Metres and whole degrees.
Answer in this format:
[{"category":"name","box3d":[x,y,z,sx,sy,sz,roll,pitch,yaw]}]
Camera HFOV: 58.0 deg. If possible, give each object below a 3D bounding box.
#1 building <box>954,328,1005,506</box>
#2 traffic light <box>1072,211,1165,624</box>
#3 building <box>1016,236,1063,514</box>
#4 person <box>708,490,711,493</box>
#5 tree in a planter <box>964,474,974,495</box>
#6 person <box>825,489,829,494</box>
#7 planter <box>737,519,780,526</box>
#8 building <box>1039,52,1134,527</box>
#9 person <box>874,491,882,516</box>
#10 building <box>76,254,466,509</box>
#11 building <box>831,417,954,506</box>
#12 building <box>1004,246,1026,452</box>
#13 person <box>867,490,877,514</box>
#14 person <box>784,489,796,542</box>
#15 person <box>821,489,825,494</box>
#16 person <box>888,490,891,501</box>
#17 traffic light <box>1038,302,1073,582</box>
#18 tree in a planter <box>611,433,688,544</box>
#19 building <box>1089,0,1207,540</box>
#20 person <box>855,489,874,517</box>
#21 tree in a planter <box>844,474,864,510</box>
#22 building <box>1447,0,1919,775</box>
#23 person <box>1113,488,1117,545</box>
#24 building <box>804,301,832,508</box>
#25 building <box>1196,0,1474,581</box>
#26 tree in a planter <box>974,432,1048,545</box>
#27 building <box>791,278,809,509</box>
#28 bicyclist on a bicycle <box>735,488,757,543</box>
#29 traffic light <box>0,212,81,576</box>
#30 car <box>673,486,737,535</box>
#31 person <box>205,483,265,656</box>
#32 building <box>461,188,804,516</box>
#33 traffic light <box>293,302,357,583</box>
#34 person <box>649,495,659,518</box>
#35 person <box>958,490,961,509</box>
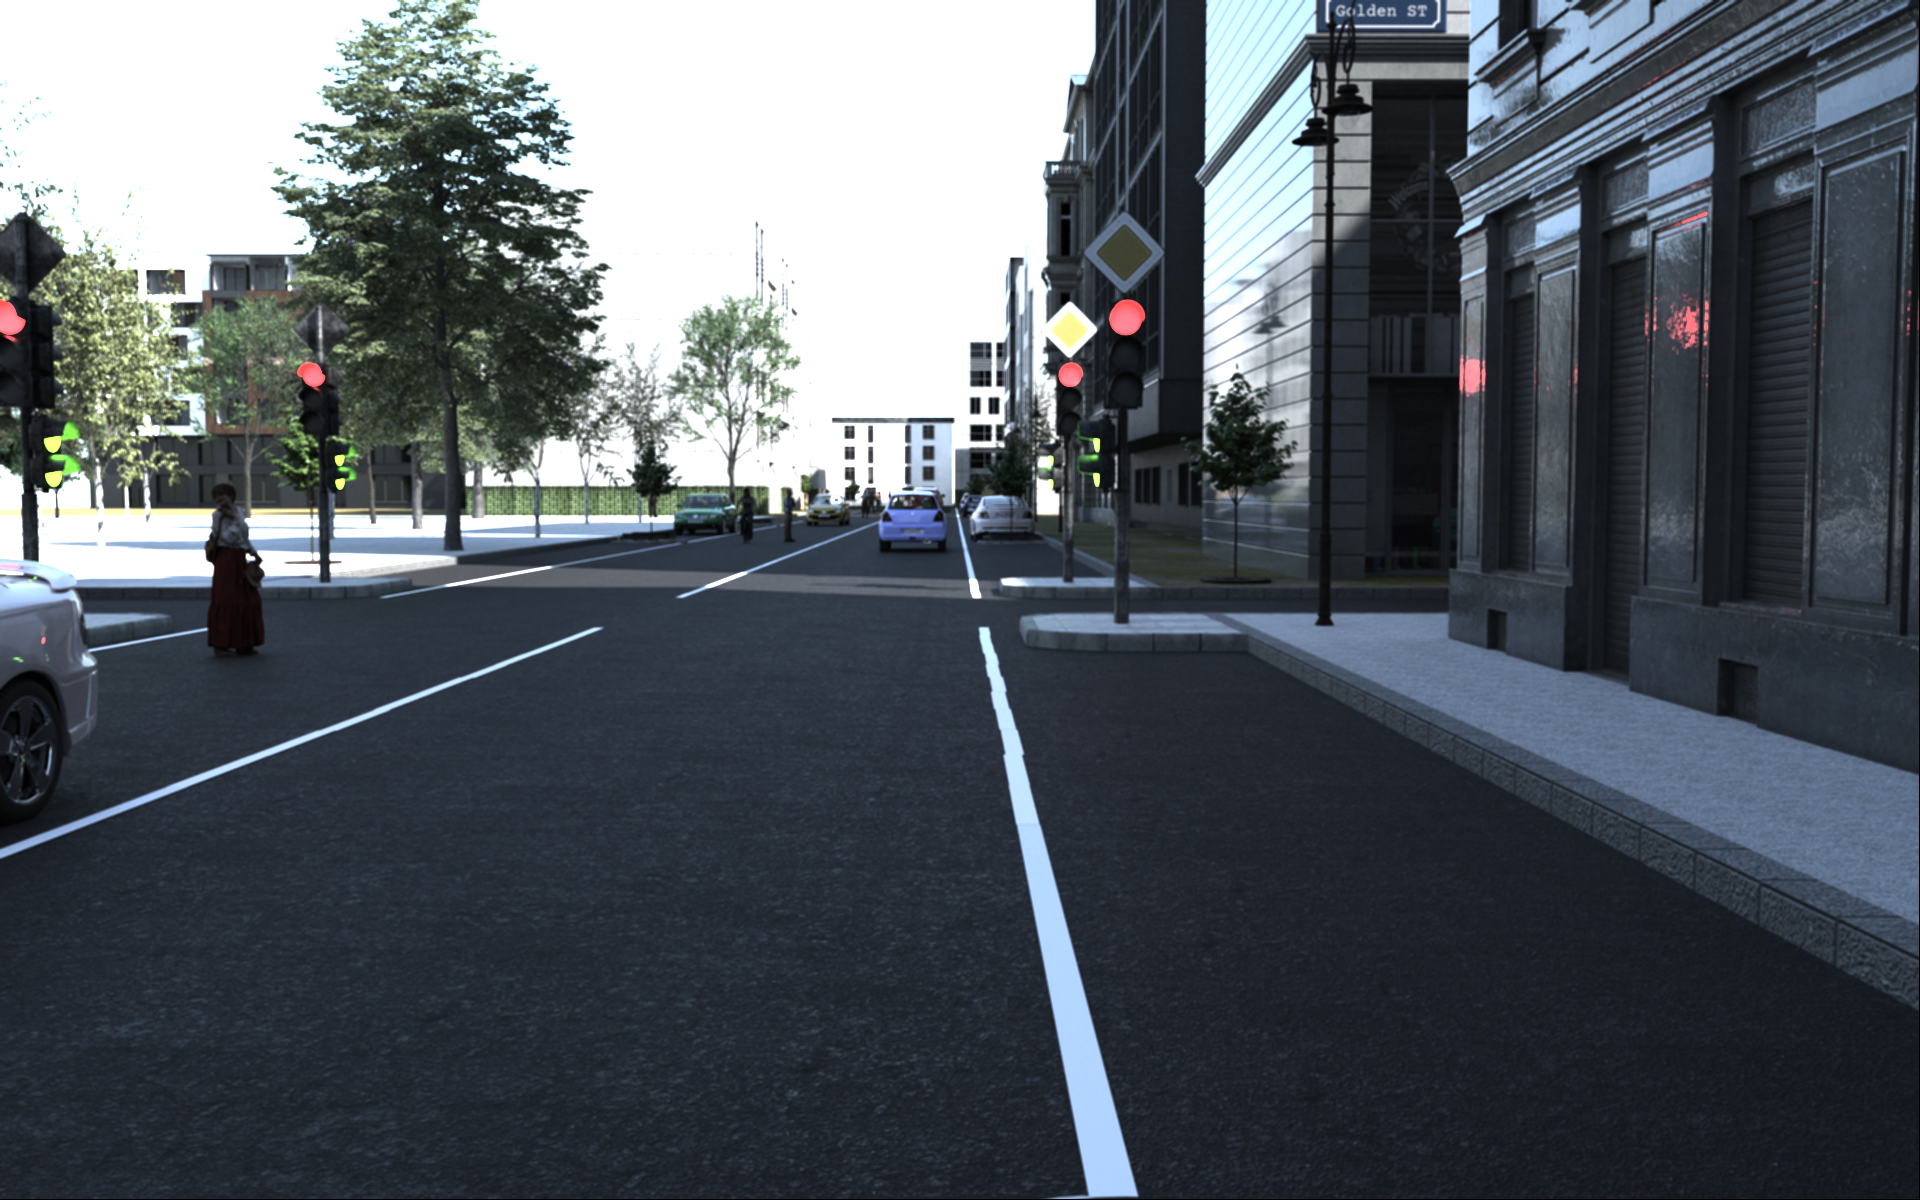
[{"category":"building","box3d":[15.102,-19.980,193.134,31.486,18.905,16.747,0,4,0]},{"category":"traffic light","box3d":[1.588,-1.705,17.115,0.839,4.213,0.868,0,4,0]},{"category":"building","box3d":[13.029,-15.952,127.265,16.747,18.905,31.486,0,4,0]},{"category":"person","box3d":[-13.752,-5.359,96.025,0.546,1.535,0.453,1,4,9]},{"category":"tree in a planter","box3d":[1.181,-7.934,126.937,1.991,3.239,1.994,0,4,0]},{"category":"person","box3d":[-8.695,-6.430,114.354,1.217,1.735,0.721,3,5,41]},{"category":"planter","box3d":[-9.128,-3.463,77.752,1.991,0.319,1.994,0,4,0]},{"category":"building","box3d":[11.103,-16.127,82.766,14.460,24.649,34.723,0,4,0]},{"category":"person","box3d":[-5.472,-6.447,115.381,0.593,1.643,0.415,0,4,3]},{"category":"building","box3d":[-60.791,-19.406,161.257,32.646,21.610,27.936,0,4,0]},{"category":"building","box3d":[-14.658,-15.093,188.912,28.070,9.664,9.099,0,4,0]},{"category":"building","box3d":[17.956,-19.280,159.208,27.936,21.610,32.646,0,4,0]},{"category":"person","box3d":[-6.522,-7.240,127.424,0.990,1.755,0.434,1,4,15]},{"category":"person","box3d":[-5.126,-2.545,52.172,0.319,1.574,0.516,1,4,21]},{"category":"person","box3d":[-11.915,-8.853,151.583,0.721,1.735,1.217,-2,4,-33]},{"category":"person","box3d":[-6.369,-9.142,158.110,0.705,1.807,1.348,1,4,13]},{"category":"traffic light","box3d":[1.555,-2.193,25.100,0.839,4.213,0.868,0,4,0]},{"category":"tree in a planter","box3d":[-9.026,-3.260,50.524,1.991,3.239,1.994,0,4,0]},{"category":"building","box3d":[11.980,-15.872,53.010,14.314,27.812,24.014,0,4,0]},{"category":"person","box3d":[-5.864,-5.944,106.411,1.217,1.736,0.721,1,4,16]},{"category":"tree in a planter","box3d":[-9.447,-9.578,153.829,1.991,3.239,1.994,0,4,0]},{"category":"building","box3d":[9.067,-9.587,5.897,9.793,20.994,18.267,0,4,0]},{"category":"person","box3d":[3.994,-2.165,42.911,0.415,1.643,0.593,0,4,-4]},{"category":"building","box3d":[-28.748,-18.386,167.074,31.486,18.905,16.747,0,4,0]},{"category":"building","box3d":[19.860,-15.457,30.212,29.804,29.767,11.434,0,4,0]},{"category":"tree in a planter","box3d":[1.484,-3.215,49.782,1.991,3.239,1.994,0,4,0]},{"category":"building","box3d":[-21.114,-17.914,149.317,16.016,20.091,11.380,0,4,0]},{"category":"bicyclist on a bicycle","box3d":[-6.307,-2.519,51.207,1.499,1.676,1.625,0,4,-1]},{"category":"traffic light","box3d":[-9.173,-1.701,17.056,0.839,4.213,0.868,0,4,0]},{"category":"car","box3d":[-9.133,-3.271,62.285,1.959,1.807,4.718,0,4,1]},{"category":"person","box3d":[-6.437,-0.267,15.338,0.387,1.526,0.523,1,4,23]},{"category":"building","box3d":[-20.461,-15.270,116.118,16.747,18.905,31.486,0,4,0]},{"category":"traffic light","box3d":[-9.206,-2.189,25.041,0.839,4.213,0.868,0,4,0]},{"category":"person","box3d":[-16.733,-5.325,93.909,0.445,1.727,0.742,2,4,34]},{"category":"person","box3d":[-0.039,-9.834,169.422,0.705,1.807,1.348,-1,4,-10]}]
